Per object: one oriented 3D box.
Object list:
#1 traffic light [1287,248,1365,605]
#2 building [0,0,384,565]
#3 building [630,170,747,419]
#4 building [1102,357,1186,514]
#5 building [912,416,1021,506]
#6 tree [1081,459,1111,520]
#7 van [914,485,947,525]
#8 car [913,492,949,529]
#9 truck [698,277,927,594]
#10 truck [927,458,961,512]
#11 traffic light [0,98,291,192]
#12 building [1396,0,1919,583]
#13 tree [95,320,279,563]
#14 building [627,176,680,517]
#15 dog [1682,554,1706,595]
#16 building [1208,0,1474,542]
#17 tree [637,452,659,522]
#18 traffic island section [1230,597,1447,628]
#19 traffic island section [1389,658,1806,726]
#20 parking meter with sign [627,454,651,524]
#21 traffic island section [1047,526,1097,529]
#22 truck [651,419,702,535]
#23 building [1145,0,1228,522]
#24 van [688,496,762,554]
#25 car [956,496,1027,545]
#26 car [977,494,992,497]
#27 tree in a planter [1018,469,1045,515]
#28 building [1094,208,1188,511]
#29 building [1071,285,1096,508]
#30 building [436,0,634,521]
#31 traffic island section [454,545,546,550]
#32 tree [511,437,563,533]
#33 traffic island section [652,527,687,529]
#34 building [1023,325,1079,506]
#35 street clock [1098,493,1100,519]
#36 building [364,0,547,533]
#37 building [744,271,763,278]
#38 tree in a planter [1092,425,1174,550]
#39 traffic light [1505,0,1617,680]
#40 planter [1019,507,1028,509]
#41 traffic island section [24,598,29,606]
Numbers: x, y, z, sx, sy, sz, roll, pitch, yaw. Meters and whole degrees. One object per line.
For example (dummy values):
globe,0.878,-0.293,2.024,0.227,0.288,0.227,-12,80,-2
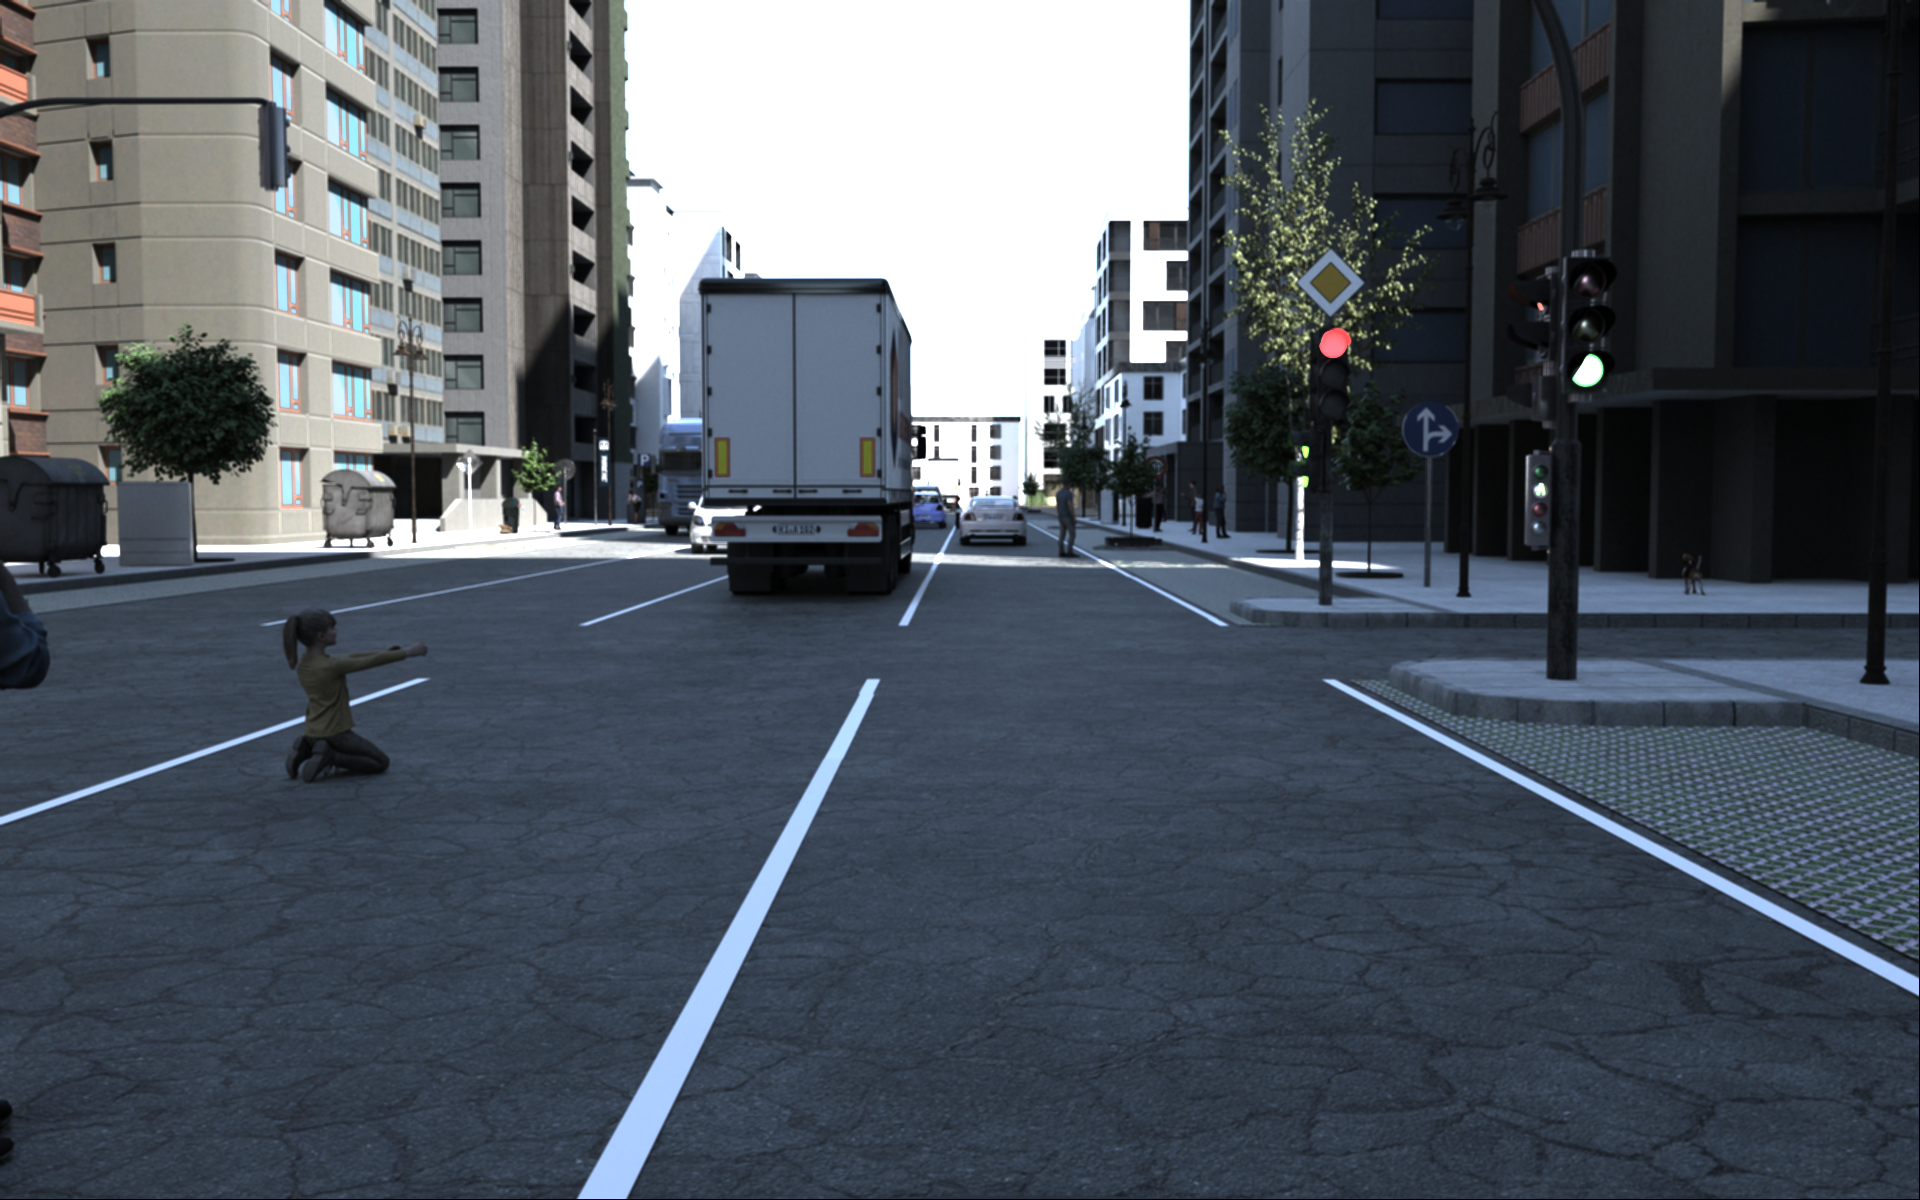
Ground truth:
traffic light,4.210,-1.897,19.929,0.839,4.253,0.868,0,4,0
building,-31.139,-11.730,36.825,27.650,21.520,28.899,0,4,0
building,-31.159,-17.082,123.261,27.936,21.610,32.646,0,4,0
building,14.636,-10.275,110.146,9.099,9.664,28.070,0,4,0
building,-7.448,-14.968,186.866,28.070,9.664,9.099,0,4,0
tree,6.791,-5.593,86.054,1.663,3.219,1.824,0,3,0
van,-1.602,-4.551,81.425,2.013,2.044,4.112,0,4,-1
car,-1.451,-3.899,73.336,1.945,1.707,3.694,0,4,1
truck,-2.089,-2.394,28.050,2.839,4.237,11.283,0,4,1
truck,-1.309,-9.173,138.895,2.839,4.237,11.283,0,4,0
traffic light,-10.198,-2.776,20.050,4.771,5.953,1.251,0,4,0
building,23.966,-23.143,33.019,28.867,44.769,22.147,0,4,0
tree,-14.651,-3.014,32.994,4.285,4.588,4.351,0,3,0
building,-24.711,-14.977,101.289,16.016,20.091,11.380,0,4,0
dog,9.394,-0.330,22.227,0.406,0.507,0.540,-2,4,-30
building,19.800,-31.595,58.575,21.231,58.520,28.212,0,4,0
tree,-14.125,-5.172,79.171,1.663,3.219,1.824,0,3,0
traffic island section,4.250,0.137,20.043,2.009,0.180,2.903,0,4,0
traffic island section,4.194,0.625,12.058,2.009,0.180,2.903,0,4,0
parking meter with sign,-14.082,-4.852,75.595,0.543,3.016,1.738,-2,4,-33
traffic island section,4.613,-2.984,71.650,1.991,0.108,1.994,0,4,0
truck,-8.824,-4.756,67.520,2.967,4.110,18.799,0,4,2
building,20.324,-39.429,82.913,20.563,71.187,20.611,0,4,0
van,-5.641,-2.196,42.924,2.013,2.044,4.112,0,4,-1
car,0.920,-2.290,49.804,2.083,1.381,4.827,0,4,0
car,2.154,-8.641,151.500,2.015,1.641,3.980,0,4,-1
tree in a planter,4.982,-7.629,121.956,1.991,3.239,1.994,0,4,0
building,24.688,-18.106,140.011,27.936,21.610,32.646,0,4,0
building,18.565,-18.696,162.103,16.016,20.091,11.380,0,4,0
building,-24.224,-19.066,83.437,14.160,30.474,14.107,0,4,0
traffic island section,-11.822,-1.342,44.812,1.991,0.108,1.994,0,4,0
tree,-14.319,-3.869,57.852,1.663,3.219,1.824,0,3,0
traffic island section,-11.638,-3.007,72.034,1.991,0.108,1.994,0,4,0
building,22.921,-19.789,190.014,31.486,18.905,16.747,0,4,0
street clock,7.162,-5.090,87.789,0.471,2.002,0.358,0,4,-8
building,-33.183,-22.724,63.411,32.217,40.220,23.993,0,4,0
building,-23.768,-17.664,145.227,16.016,20.091,11.380,0,4,0
tree in a planter,4.427,-2.898,44.611,1.991,3.239,1.994,0,4,0
traffic light,2.061,-2.272,11.818,4.771,5.953,1.251,0,4,0
planter,5.159,-7.829,149.139,1.991,0.319,1.994,0,4,0
traffic island section,-12.330,0.129,20.165,2.009,0.180,2.903,0,4,0
